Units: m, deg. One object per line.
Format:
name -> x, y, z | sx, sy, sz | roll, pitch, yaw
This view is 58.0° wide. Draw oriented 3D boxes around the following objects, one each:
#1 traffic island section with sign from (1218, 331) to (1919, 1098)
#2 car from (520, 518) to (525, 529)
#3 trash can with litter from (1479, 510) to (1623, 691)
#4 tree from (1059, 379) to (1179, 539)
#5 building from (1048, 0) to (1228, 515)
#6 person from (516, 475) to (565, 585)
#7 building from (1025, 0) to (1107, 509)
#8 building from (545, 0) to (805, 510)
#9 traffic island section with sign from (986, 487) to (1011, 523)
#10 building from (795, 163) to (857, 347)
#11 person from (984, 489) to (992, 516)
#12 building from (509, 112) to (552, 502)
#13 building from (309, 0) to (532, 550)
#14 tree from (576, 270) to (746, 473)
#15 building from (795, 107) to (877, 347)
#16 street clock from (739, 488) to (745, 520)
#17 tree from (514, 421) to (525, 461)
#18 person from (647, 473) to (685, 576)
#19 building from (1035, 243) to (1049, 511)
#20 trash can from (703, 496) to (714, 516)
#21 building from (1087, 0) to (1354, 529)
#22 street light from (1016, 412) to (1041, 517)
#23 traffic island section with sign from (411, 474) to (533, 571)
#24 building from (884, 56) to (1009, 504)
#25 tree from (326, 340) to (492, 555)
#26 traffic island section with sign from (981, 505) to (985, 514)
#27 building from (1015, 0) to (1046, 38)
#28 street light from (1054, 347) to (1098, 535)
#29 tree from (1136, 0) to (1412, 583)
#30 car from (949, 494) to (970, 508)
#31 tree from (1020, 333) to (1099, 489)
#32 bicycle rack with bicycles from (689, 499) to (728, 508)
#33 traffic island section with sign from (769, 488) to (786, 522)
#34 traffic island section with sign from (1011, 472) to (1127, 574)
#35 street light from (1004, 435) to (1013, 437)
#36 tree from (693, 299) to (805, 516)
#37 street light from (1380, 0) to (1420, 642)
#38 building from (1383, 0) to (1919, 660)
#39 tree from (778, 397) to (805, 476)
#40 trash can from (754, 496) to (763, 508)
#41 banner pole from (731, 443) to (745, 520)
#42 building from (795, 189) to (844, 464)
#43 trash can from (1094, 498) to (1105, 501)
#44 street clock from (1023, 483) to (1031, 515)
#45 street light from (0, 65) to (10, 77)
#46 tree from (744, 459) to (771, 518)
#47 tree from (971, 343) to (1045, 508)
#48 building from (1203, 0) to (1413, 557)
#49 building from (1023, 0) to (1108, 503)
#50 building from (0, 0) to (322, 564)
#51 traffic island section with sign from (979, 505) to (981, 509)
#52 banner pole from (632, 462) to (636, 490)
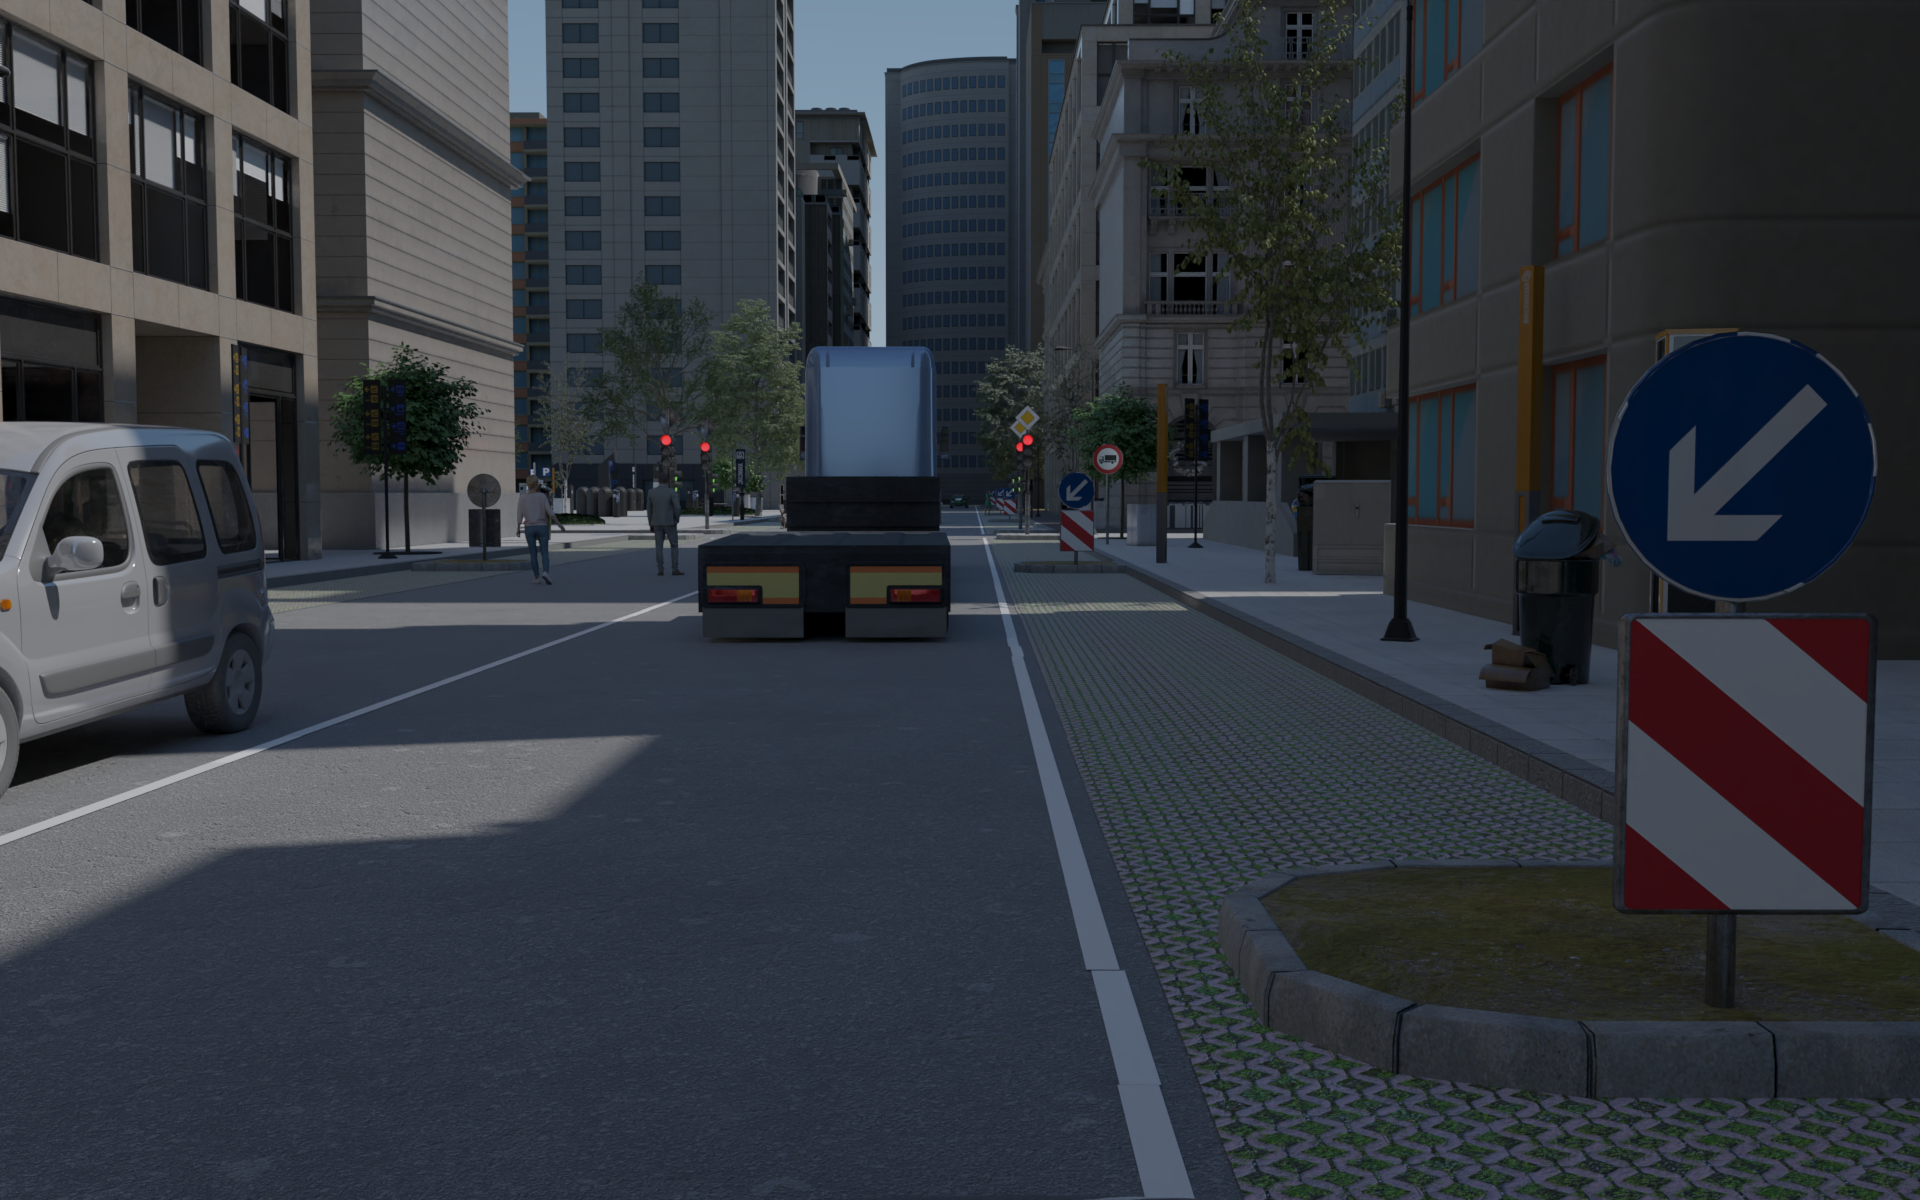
traffic island section with sign -> 1.812, 0.221, 5.021 | 1.989, 1.847, 2.006 | 0, 4, 0
car -> -17.255, -2.892, 59.654 | 4.827, 1.381, 2.083 | 0, 4, 1
trash can with litter -> 3.938, -0.012, 11.581 | 0.624, 1.170, 1.055 | 3, 5, 42
tree -> 4.581, -4.042, 49.794 | 4.285, 4.588, 4.351 | 0, 3, 0
building -> 15.432, -17.986, 98.580 | 19.350, 26.468, 34.151 | 0, 4, 0
person -> -6.626, -1.118, 27.451 | 0.731, 1.740, 0.598 | -2, 4, -24
building -> 13.055, -30.970, 156.471 | 14.600, 45.320, 14.200 | 0, 4, 0
building -> -22.496, -43.359, 147.178 | 20.563, 71.187, 20.611 | 0, 4, 0
traffic island section with sign -> 2.394, -4.828, 87.565 | 1.989, 1.847, 2.006 | 0, 4, 0
building -> -24.084, -30.882, 196.803 | 23.993, 40.220, 32.217 | 0, 4, 0
person -> 1.825, -6.398, 113.349 | 0.529, 1.795, 0.600 | 0, 4, -7
building -> -50.480, -33.452, 201.564 | 28.867, 44.769, 22.147 | 0, 4, 0
building -> -24.512, -15.792, 45.587 | 23.554, 28.519, 14.401 | 0, 4, 0
tree -> -12.643, -8.478, 73.029 | 7.601, 10.594, 8.767 | -1, 4, -15
building -> -23.551, -39.575, 236.292 | 27.495, 52.752, 28.713 | 0, 4, 0
street clock -> -10.726, -4.933, 85.228 | 0.358, 2.002, 0.471 | 0, 4, 4
tree -> -36.112, -11.256, 134.395 | 4.737, 8.622, 4.395 | 0, 3, 0
person -> -5.199, -1.340, 30.509 | 0.635, 1.810, 0.391 | 0, 4, -1
building -> 11.671, -17.793, 127.079 | 11.583, 22.565, 21.152 | 0, 4, 0
trash can -> -14.473, -5.387, 99.730 | 0.748, 1.137, 0.748 | 0, 3, 0
building -> 17.528, -13.889, 68.889 | 24.055, 21.916, 13.314 | 0, 4, 0
street light -> 3.865, -7.650, 97.620 | 1.470, 5.913, 1.316 | 0, 4, 0
traffic island section with sign -> -9.114, -1.479, 32.811 | 1.989, 1.847, 2.006 | 0, 4, 0
building -> 4.270, -42.175, 231.563 | 28.212, 58.520, 21.231 | 0, 4, 0
tree -> -11.780, -3.265, 37.095 | 4.285, 4.588, 4.351 | 0, 3, 0
traffic island section with sign -> 2.595, -6.517, 115.173 | 1.989, 1.847, 2.006 | 0, 4, 0
building -> 16.885, -40.123, 198.017 | 21.231, 58.520, 28.212 | 0, 4, 0
street light -> 3.654, -5.028, 54.752 | 1.470, 5.913, 1.316 | 0, 4, 0
tree -> 4.706, -4.544, 24.665 | 4.737, 8.622, 4.395 | 0, 3, 0
car -> -0.077, -10.027, 175.736 | 2.131, 1.459, 4.920 | 0, 4, 2
tree -> 4.856, -7.832, 78.407 | 4.360, 8.622, 3.978 | 0, 3, 0
bicycle rack with bicycles -> -17.884, -6.682, 122.638 | 2.925, 0.926, 2.852 | -3, 4, -37
traffic island section with sign -> -8.713, -4.904, 88.814 | 1.989, 1.847, 2.006 | 0, 4, 0
traffic island section with sign -> 2.000, -1.428, 31.975 | 1.989, 1.847, 2.006 | 0, 4, 0
street light -> 4.211, -10.063, 137.074 | 1.470, 5.913, 1.316 | 0, 4, 0
tree -> -12.089, -11.208, 101.377 | 7.486, 12.596, 7.792 | 0, 3, 0
street light -> 3.318, -2.598, 15.022 | 1.470, 5.913, 1.316 | 0, 4, 0
building -> 19.174, -9.915, 7.148 | 27.650, 21.520, 28.899 | 0, 4, 0
tree -> -11.522, -10.781, 126.630 | 4.737, 8.622, 4.395 | 0, 3, 0
trash can -> -15.489, -7.434, 133.206 | 0.748, 1.137, 0.748 | 0, 3, 0
banner pole -> -10.856, -5.774, 84.420 | 0.863, 3.779, 0.401 | -1, 4, -11
building -> -18.599, -24.124, 166.134 | 14.160, 30.474, 14.107 | 0, 4, 0
trash can -> 4.964, -3.177, 63.597 | 0.748, 1.137, 0.748 | 0, 3, 0
street clock -> 4.073, -6.358, 108.519 | 0.358, 2.002, 0.471 | 1, 4, 11
street light -> -10.962, -2.833, 18.866 | 1.470, 5.913, 1.316 | 0, 4, 0
tree -> -11.355, -6.098, 94.298 | 1.663, 3.219, 1.824 | 0, 3, 0
tree -> 5.549, -14.562, 144.742 | 9.857, 13.997, 8.962 | 0, 3, 0
building -> 22.959, -21.349, 40.932 | 32.217, 40.220, 23.993 | 0, 4, 0
building -> 16.929, -44.951, 173.202 | 20.563, 71.187, 20.611 | 0, 4, 0
building -> -22.272, -12.957, 16.362 | 19.350, 26.468, 34.151 | 0, 4, 0
traffic island section with sign -> 2.948, -9.584, 165.328 | 1.989, 1.847, 2.006 | 0, 4, 0
banner pole -> -25.132, -8.789, 133.710 | 0.401, 3.779, 0.863 | 1, 4, 13
